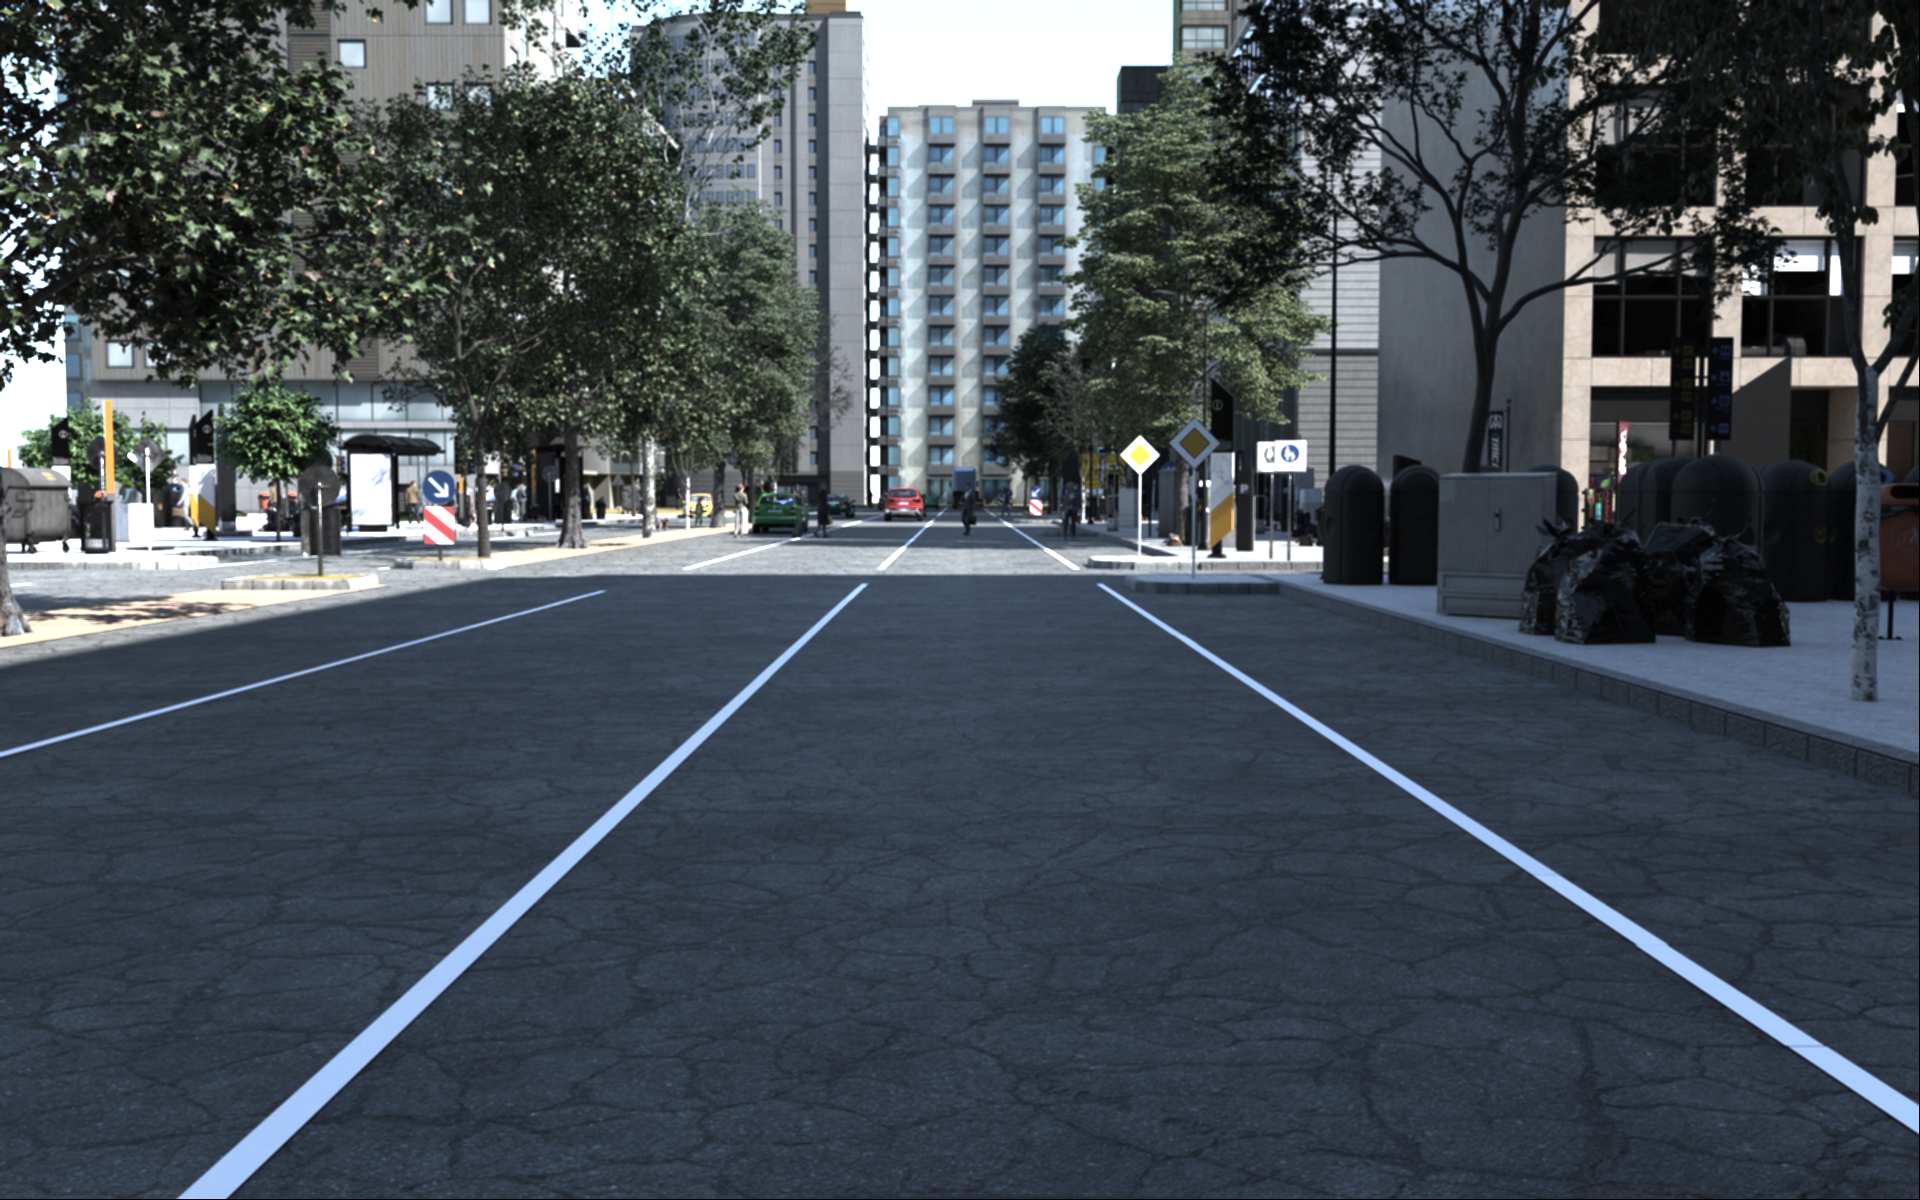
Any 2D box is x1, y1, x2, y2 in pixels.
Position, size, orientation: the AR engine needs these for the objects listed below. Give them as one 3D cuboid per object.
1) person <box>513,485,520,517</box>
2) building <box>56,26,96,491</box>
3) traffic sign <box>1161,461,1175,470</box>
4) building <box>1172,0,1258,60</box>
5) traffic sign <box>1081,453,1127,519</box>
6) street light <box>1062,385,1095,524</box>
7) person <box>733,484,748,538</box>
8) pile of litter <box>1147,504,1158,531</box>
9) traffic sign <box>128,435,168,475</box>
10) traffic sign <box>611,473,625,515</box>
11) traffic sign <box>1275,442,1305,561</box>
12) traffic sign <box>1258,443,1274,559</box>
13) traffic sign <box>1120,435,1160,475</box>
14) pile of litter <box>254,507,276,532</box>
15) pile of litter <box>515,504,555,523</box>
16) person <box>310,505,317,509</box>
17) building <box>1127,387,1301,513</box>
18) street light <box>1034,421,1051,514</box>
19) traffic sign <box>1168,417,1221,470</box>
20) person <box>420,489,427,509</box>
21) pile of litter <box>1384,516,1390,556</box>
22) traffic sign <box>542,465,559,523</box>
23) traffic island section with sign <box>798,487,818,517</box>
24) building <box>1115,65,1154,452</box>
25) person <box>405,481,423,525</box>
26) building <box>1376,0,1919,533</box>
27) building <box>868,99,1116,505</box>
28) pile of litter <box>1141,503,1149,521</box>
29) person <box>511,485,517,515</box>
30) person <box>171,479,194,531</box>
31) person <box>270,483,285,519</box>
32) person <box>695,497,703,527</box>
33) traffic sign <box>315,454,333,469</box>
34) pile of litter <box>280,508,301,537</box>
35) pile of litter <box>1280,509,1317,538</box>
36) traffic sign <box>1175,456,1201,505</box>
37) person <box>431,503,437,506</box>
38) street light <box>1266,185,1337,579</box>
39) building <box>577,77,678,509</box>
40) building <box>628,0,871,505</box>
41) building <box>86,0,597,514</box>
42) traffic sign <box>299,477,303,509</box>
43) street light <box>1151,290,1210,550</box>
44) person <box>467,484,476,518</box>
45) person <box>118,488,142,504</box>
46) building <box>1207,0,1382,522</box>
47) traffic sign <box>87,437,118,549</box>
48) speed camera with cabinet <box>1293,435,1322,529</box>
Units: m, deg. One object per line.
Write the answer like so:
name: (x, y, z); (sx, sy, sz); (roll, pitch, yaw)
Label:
person: (-24.379, -5.468, 95.550); (0.391, 1.810, 0.635); (0, 4, 7)
building: (-67.251, -33.312, 164.261); (30.456, 49.044, 23.786); (0, 3, 0)
traffic sign: (8.182, -4.105, 67.221); (0.768, 2.556, 0.104); (0, 4, 7)
building: (21.904, -26.928, 123.863); (14.154, 41.232, 14.086); (0, 3, 0)
traffic sign: (7.122, -5.610, 85.589); (2.265, 3.308, 0.079); (0, 4, 7)
street light: (5.065, -6.213, 74.122); (1.470, 5.913, 1.316); (0, 3, 0)
person: (-7.167, -2.919, 56.775); (0.519, 1.759, 0.362); (1, 4, 14)
pile of litter: (7.602, -2.849, 60.551); (1.176, 0.858, 1.719); (-2, 4, -29)
traffic sign: (-16.030, -1.957, 34.194); (0.795, 2.593, 0.064); (0, 3, 0)
traffic sign: (-20.789, -6.443, 105.347); (0.884, 2.594, 0.081); (0, 4, 2)
traffic sign: (6.332, -1.906, 33.297); (0.606, 2.300, 0.079); (1, 4, 9)
traffic sign: (6.157, -1.963, 34.224); (0.606, 2.300, 0.079); (0, 4, 3)
traffic sign: (3.564, -1.955, 34.158); (0.795, 2.593, 0.064); (0, 3, 0)
pile of litter: (-23.387, -2.762, 59.123); (1.719, 0.858, 1.176); (1, 4, 17)
pile of litter: (-19.105, -3.907, 77.843); (1.719, 0.858, 1.176); (0, 4, 5)
person: (-21.651, -3.143, 58.270); (0.643, 1.720, 0.563); (0, 4, 7)
building: (26.398, -50.912, 145.082); (22.319, 86.520, 31.000); (0, 3, 0)
street light: (5.095, -8.363, 109.272); (1.470, 5.913, 1.316); (0, 3, 0)
traffic sign: (3.558, -1.467, 26.173); (0.795, 2.593, 0.064); (0, 3, 0)
person: (-29.715, -5.480, 95.659); (0.654, 1.822, 0.581); (2, 4, 31)
pile of litter: (9.049, -1.352, 36.076); (1.719, 0.858, 1.176); (1, 4, 20)
traffic sign: (-18.017, -4.651, 76.147); (0.768, 2.556, 0.104); (0, 4, 3)
traffic island section with sign: (-9.951, -6.172, 109.051); (2.006, 1.907, 1.989); (0, 3, 0)
building: (21.992, -29.687, 168.969); (14.154, 41.232, 14.086); (0, 3, 0)
person: (-22.929, -4.087, 72.775); (0.656, 1.842, 0.836); (-3, 5, -44)
building: (31.974, -15.138, 52.030); (34.151, 26.468, 19.350); (0, 3, 0)
building: (4.214, -36.270, 212.625); (30.456, 49.044, 23.786); (0, 3, 0)
pile of litter: (8.761, -4.281, 83.967); (1.176, 0.858, 1.719); (1, 4, 21)
person: (-27.198, -6.122, 106.150); (0.660, 1.820, 0.620); (-2, 4, -33)
person: (-26.681, -3.269, 59.611); (0.853, 1.813, 0.709); (-1, 4, -21)
person: (-32.271, -4.640, 81.812); (0.836, 1.842, 0.656); (0, 4, 5)
person: (-11.256, -3.787, 74.661); (0.306, 1.304, 0.590); (-2, 4, -32)
traffic sign: (-18.029, -2.975, 48.746); (0.768, 2.556, 0.104); (0, 4, 1)
pile of litter: (-19.487, -2.323, 51.949); (1.176, 0.858, 1.719); (0, 4, -5)
pile of litter: (10.308, -2.292, 51.444); (1.176, 0.858, 1.719); (-2, 4, -28)
traffic sign: (6.576, -3.056, 50.071); (0.768, 2.556, 0.104); (0, 4, 1)
person: (-33.249, -6.328, 109.480); (0.580, 1.828, 0.573); (-1, 4, -14)
street light: (5.068, -3.271, 26.029); (1.470, 5.913, 1.316); (0, 3, 0)
building: (-39.387, -28.614, 159.727); (23.993, 40.220, 32.217); (0, 3, 0)
building: (-25.121, -40.912, 210.906); (28.212, 58.520, 21.231); (0, 3, 0)
building: (-42.231, -32.636, 122.836); (28.713, 52.752, 27.495); (0, 3, 0)
traffic sign: (-20.843, -3.348, 54.843); (0.768, 2.556, 0.104); (1, 4, 10)
street light: (5.061, -4.104, 39.643); (1.470, 5.913, 1.316); (0, 3, 0)
person: (-24.608, -4.915, 86.489); (0.616, 1.811, 0.778); (3, 5, 43)
person: (-23.413, -2.591, 48.756); (0.721, 1.781, 0.623); (-2, 4, -28)
building: (20.876, -19.317, 93.329); (11.434, 29.767, 29.804); (0, 3, 0)
traffic sign: (-19.059, -2.348, 38.499); (0.768, 2.556, 0.104); (1, 4, 9)
speed camera with cabinet: (11.458, -3.832, 56.992); (0.660, 3.252, 2.038); (0, 4, 1)
